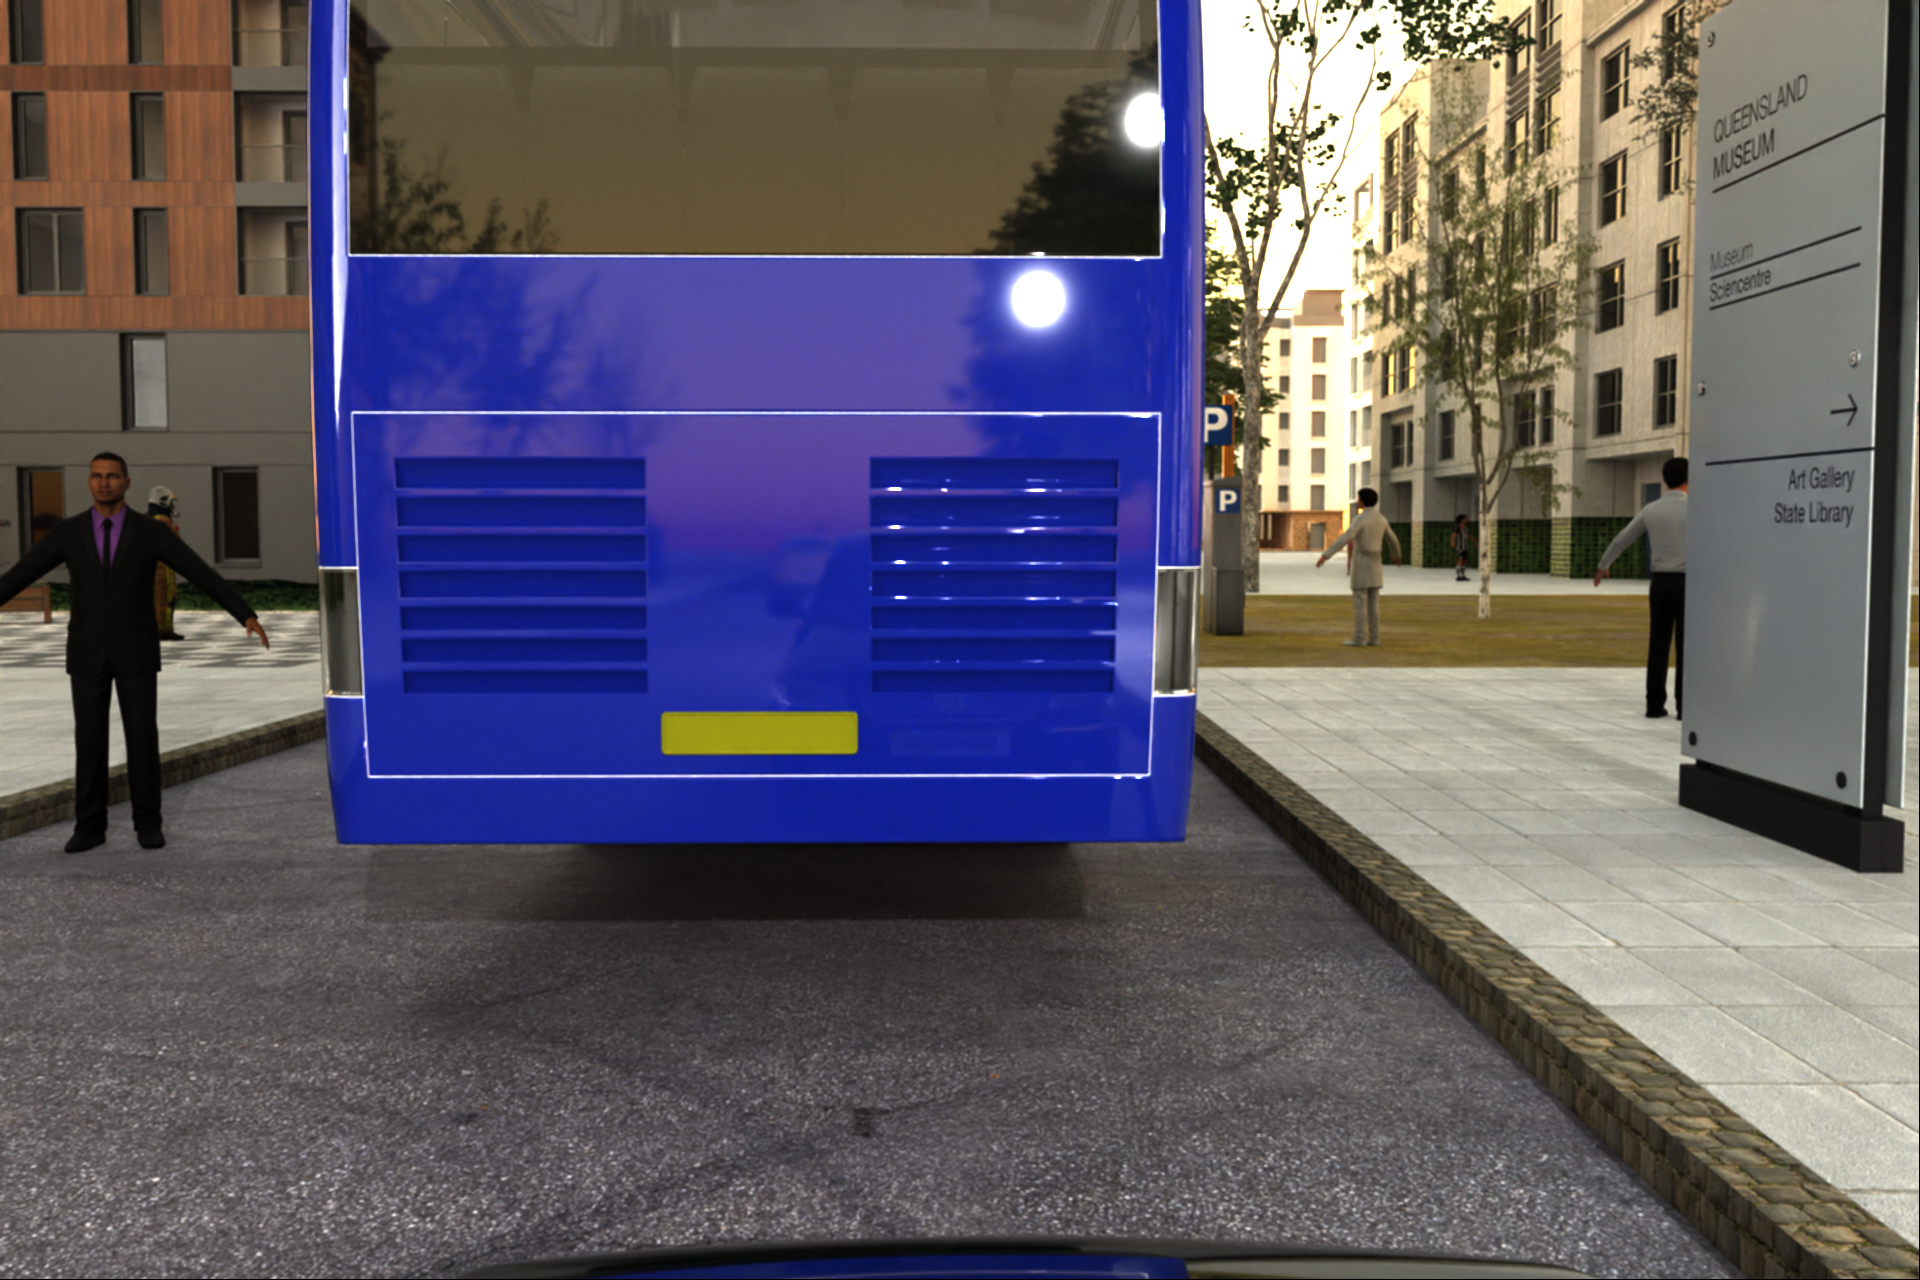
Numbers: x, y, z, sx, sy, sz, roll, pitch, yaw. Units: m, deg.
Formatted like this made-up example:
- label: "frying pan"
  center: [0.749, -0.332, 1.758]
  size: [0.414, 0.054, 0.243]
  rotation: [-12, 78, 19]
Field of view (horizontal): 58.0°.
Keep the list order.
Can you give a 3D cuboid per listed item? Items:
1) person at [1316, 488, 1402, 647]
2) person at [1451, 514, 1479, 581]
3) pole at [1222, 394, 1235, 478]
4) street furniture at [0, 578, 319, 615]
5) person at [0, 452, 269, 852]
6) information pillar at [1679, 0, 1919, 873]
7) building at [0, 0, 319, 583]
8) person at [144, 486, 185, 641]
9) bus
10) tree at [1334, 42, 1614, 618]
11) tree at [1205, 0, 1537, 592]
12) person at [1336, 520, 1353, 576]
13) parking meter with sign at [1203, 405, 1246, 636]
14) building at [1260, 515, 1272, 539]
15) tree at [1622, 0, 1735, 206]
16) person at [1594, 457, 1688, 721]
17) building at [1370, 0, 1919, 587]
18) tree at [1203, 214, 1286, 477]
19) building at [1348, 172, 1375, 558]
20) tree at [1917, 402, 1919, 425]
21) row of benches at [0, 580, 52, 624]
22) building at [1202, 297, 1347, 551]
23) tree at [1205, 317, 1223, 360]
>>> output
- label: "person"
  center: [4.635, -0.836, 19.853]
  size: [1.347, 1.806, 0.705]
  rotation: [-2, 4, -34]
- label: "person"
  center: [13.796, -2.529, 47.500]
  size: [1.345, 1.843, 0.704]
  rotation: [-3, 5, -43]
- label: "pole"
  center: [3.924, -1.929, 25.389]
  size: [0.158, 3.312, 0.155]
  rotation: [0, 3, 0]
- label: "street furniture"
  center: [-11.521, -0.880, 30.013]
  size: [10.072, 0.657, 5.734]
  rotation: [0, 4, 4]
- label: "person"
  center: [-3.870, 0.047, 7.908]
  size: [1.346, 1.802, 0.704]
  rotation: [-1, 4, -17]
- label: "information pillar"
  center: [3.486, -0.976, 7.268]
  size: [0.184, 3.620, 1.656]
  rotation: [0, 3, 0]
- label: "building"
  center: [-25.140, -13.169, 59.282]
  size: [27.936, 21.610, 32.646]
  rotation: [0, 4, 0]
- label: "person"
  center: [-9.614, -0.927, 20.931]
  size: [1.354, 1.858, 0.705]
  rotation: [3, 5, 41]
- label: "bus"
  center: [-0.662, -1.184, 10.899]
  size: [2.896, 3.916, 12.251]
  rotation: [0, 4, -1]
- label: "tree"
  center: [8.142, -4.645, 26.301]
  size: [4.360, 8.622, 3.978]
  rotation: [0, 3, 0]
- label: "tree"
  center: [7.868, -11.104, 37.437]
  size: [12.611, 20.169, 13.585]
  rotation: [0, 3, 0]
- label: "person"
  center: [12.150, -2.860, 53.571]
  size: [1.217, 1.733, 0.721]
  rotation: [1, 4, 9]
- label: "parking meter with sign"
  center: [3.415, -1.612, 22.613]
  size: [0.543, 3.016, 1.738]
  rotation: [0, 4, -1]
- label: "building"
  center: [24.189, -18.713, 172.414]
  size: [16.747, 18.905, 31.486]
  rotation: [0, 4, 0]
- label: "tree"
  center: [11.291, -6.526, 17.072]
  size: [12.009, 13.543, 11.850]
  rotation: [0, 3, 0]
- label: "person"
  center: [4.986, -0.359, 12.032]
  size: [0.704, 1.810, 1.344]
  rotation: [-3, 5, -39]
- label: "building"
  center: [25.820, -11.680, 57.433]
  size: [16.747, 18.905, 31.486]
  rotation: [0, 3, 0]
- label: "tree"
  center: [6.677, -8.465, 56.523]
  size: [7.486, 12.596, 7.792]
  rotation: [0, 3, 0]
- label: "building"
  center: [26.012, -14.398, 91.833]
  size: [16.016, 20.090, 11.380]
  rotation: [0, 3, 0]
- label: "tree"
  center: [6.519, -3.553, 8.448]
  size: [4.360, 8.622, 3.978]
  rotation: [0, 3, 0]
- label: "row of benches"
  center: [-14.793, -0.531, 24.139]
  size: [4.104, 0.672, 1.422]
  rotation: [-2, 4, -25]
- label: "building"
  center: [23.494, -17.691, 145.665]
  size: [16.016, 20.090, 11.380]
  rotation: [0, 4, 1]
- label: "tree"
  center: [6.196, -8.600, 66.366]
  size: [9.928, 11.665, 9.643]
  rotation: [0, 3, 0]
